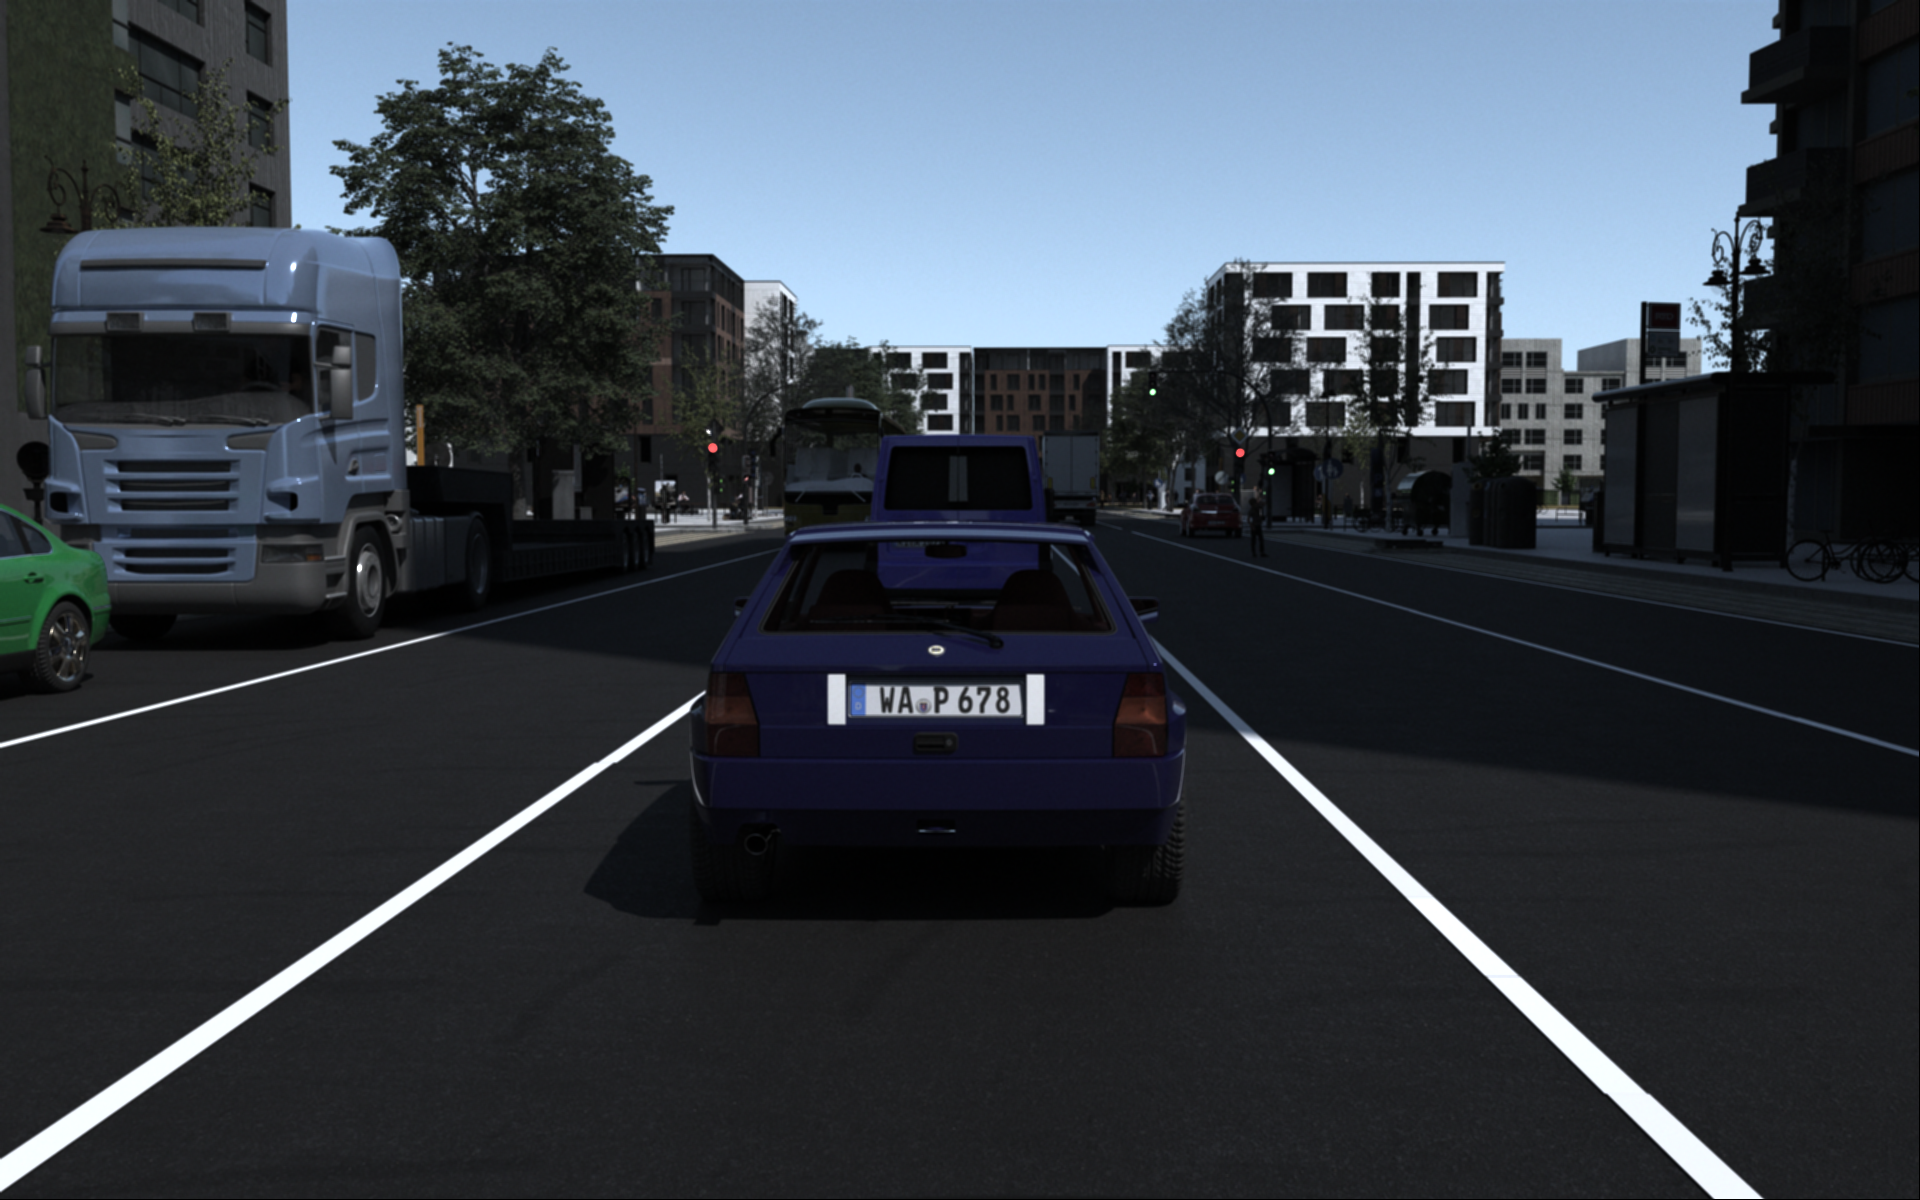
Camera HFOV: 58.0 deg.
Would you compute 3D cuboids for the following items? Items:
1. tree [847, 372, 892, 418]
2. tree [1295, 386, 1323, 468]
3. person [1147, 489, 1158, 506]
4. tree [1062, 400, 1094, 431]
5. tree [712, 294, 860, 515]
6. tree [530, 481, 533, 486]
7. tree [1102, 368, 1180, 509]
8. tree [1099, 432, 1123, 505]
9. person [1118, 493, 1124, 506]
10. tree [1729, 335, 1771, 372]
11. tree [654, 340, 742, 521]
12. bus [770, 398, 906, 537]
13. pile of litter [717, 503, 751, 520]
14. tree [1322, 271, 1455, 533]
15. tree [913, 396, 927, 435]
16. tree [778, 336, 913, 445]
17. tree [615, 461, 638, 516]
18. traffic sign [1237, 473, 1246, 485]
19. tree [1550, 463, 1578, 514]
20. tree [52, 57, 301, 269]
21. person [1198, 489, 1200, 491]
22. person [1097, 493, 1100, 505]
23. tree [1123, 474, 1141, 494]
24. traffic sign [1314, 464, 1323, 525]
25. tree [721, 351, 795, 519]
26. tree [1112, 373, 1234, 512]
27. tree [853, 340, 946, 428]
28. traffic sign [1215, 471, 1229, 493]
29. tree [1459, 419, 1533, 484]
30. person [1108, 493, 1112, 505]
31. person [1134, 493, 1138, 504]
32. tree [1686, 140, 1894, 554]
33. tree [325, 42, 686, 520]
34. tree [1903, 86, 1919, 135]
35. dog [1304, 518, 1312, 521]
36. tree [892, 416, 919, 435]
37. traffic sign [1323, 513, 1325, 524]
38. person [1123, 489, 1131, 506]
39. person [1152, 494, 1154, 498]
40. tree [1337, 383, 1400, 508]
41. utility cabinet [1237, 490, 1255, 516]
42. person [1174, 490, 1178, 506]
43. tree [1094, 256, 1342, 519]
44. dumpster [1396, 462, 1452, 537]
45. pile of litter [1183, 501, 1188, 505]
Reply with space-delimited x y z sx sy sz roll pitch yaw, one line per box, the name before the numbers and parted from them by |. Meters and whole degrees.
tree | -9.035 -14.735 159.049 7.486 12.596 7.792 0 3 0
tree | 24.540 -10.175 116.730 4.360 8.622 3.978 0 3 0
person | 21.401 -11.408 192.202 1.348 1.869 0.705 -1 4 -18
tree | 17.614 -19.114 222.889 12.009 13.543 11.850 0 3 0
tree | -10.485 -11.964 105.981 12.009 13.543 11.850 0 3 0
tree | -24.624 -6.654 103.388 1.663 3.219 1.824 0 3 0
tree | 15.904 -14.282 151.634 7.486 12.596 7.792 0 3 0
tree | 17.285 -15.117 197.523 4.737 8.622 4.395 0 3 0
person | 16.789 -10.478 180.588 0.697 1.427 0.421 -1 4 -20
tree | 66.750 -14.369 136.754 13.155 14.587 18.604 1 4 19
tree | -12.095 -8.046 81.914 4.737 8.622 4.395 0 3 0
bus | -3.037 -3.454 48.023 2.896 3.916 12.252 0 4 1
pile of litter | -11.191 -4.363 85.304 1.719 0.858 1.176 0 4 4
tree | 14.120 -6.509 56.785 4.360 8.622 3.978 0 3 0
tree | -8.363 -17.521 193.126 9.857 13.997 8.962 0 3 0
tree | -10.468 -14.280 140.140 9.857 13.997 8.962 0 3 0
tree | -19.842 -6.615 102.751 1.663 3.219 1.824 0 3 0
traffic sign | 15.535 -5.887 96.355 0.768 2.556 0.104 0 4 8
tree | 37.370 -6.885 107.179 1.663 3.219 1.824 0 3 0
tree | -13.216 -4.842 29.534 4.737 8.622 4.395 0 3 0
person | 21.579 -9.142 156.065 0.434 1.755 0.990 0 4 -1
person | 16.972 -12.530 211.620 1.217 1.735 0.721 -3 4 -37
tree | 16.752 -10.521 166.616 1.663 3.219 1.824 0 3 0
traffic sign | 15.191 -4.430 72.532 0.768 2.556 0.104 0 4 8
tree | -10.544 -8.550 90.148 4.360 8.622 3.978 0 3 0
tree | 16.195 -12.097 132.195 7.601 10.594 8.767 -2 4 -34
tree | -8.096 -21.681 210.365 12.611 20.169 13.585 0 3 0
traffic sign | 14.233 -5.757 94.238 0.768 2.556 0.104 0 4 6
tree | 13.856 -3.076 44.895 1.663 3.219 1.824 0 3 0
person | 17.629 -11.867 203.329 0.557 1.426 1.065 3 5 43
person | 22.449 -13.021 219.852 0.530 1.710 0.541 -2 4 -25
tree | 17.792 -5.300 37.015 4.360 8.622 3.978 0 3 0
tree | -12.542 -8.664 48.318 9.857 13.997 8.962 0 3 0
tree | 13.384 -4.295 20.581 4.737 8.622 4.395 0 3 0
dog | 16.406 -4.129 81.892 0.513 0.831 0.800 0 4 7
tree | -8.487 -18.167 222.793 9.928 11.665 9.643 0 3 0
traffic sign | 15.780 -4.580 74.983 0.768 2.556 0.104 1 4 9
person | 18.319 -11.395 192.428 1.350 1.814 0.705 -1 4 -13
person | 17.447 -9.118 158.309 0.628 1.438 0.799 -2 4 -35
tree | 26.040 -9.861 111.586 4.737 8.622 4.395 0 3 0
utility cabinet | 16.211 -5.508 98.733 1.173 1.500 0.318 1 4 20
person | 22.319 -10.536 179.224 0.541 1.710 0.530 2 4 28
tree | 14.239 -10.904 88.654 12.009 13.543 11.850 0 3 0
dumpster | 14.310 -3.087 52.972 1.502 2.255 1.985 0 4 1
pile of litter | 15.777 -6.412 118.809 1.176 0.858 1.719 0 4 -8
